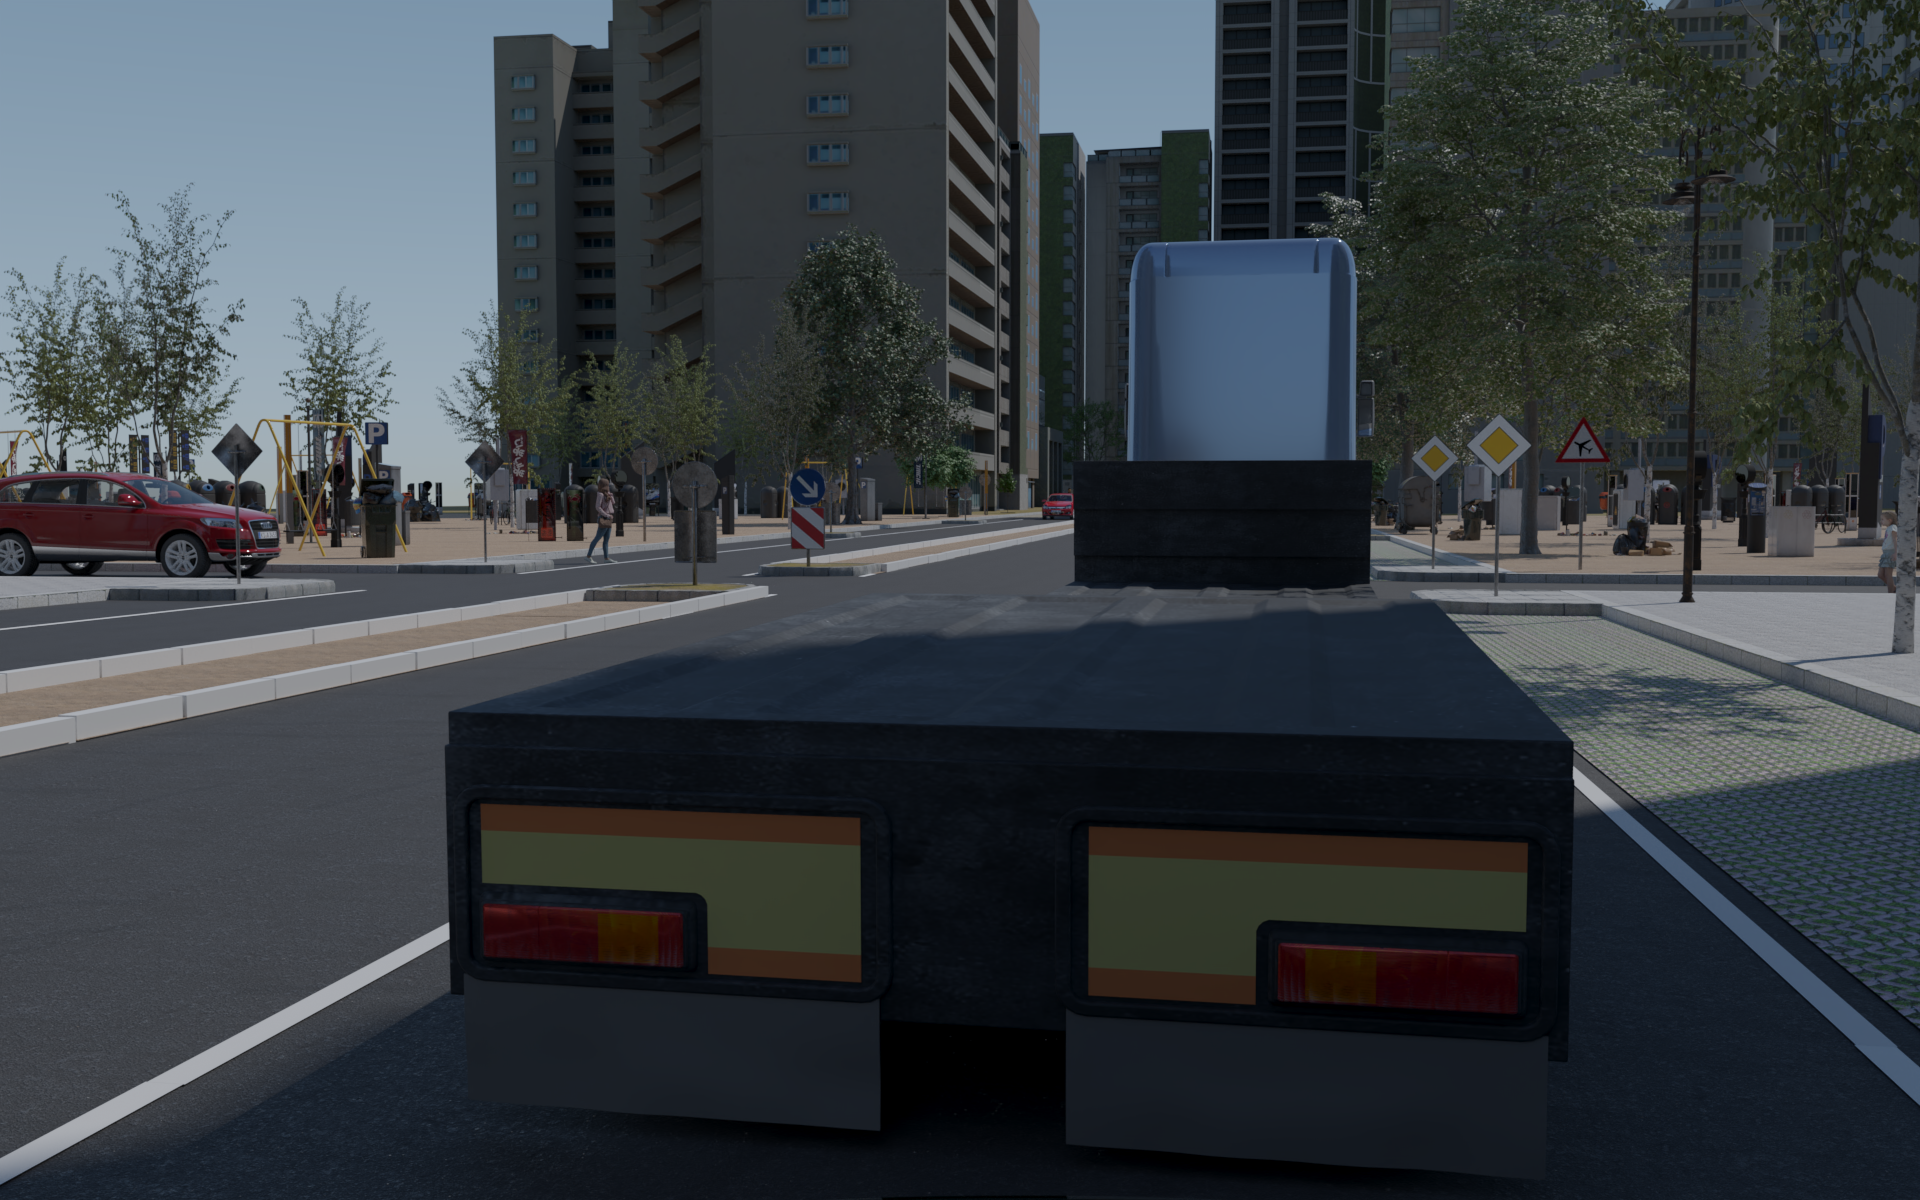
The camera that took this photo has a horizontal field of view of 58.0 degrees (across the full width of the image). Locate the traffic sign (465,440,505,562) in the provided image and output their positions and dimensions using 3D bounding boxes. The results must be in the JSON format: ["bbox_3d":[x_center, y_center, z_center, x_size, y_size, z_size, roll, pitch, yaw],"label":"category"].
[{"bbox_3d":[-8.909,-1.764,32.477,0.795,2.450,0.064,1,4,10],"label":"traffic sign"}]

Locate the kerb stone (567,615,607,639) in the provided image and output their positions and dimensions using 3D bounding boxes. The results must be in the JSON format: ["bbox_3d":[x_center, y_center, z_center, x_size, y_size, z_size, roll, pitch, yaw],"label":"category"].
[{"bbox_3d":[-3.855,0.281,17.599,0.120,0.150,1.000,1,4,10],"label":"kerb stone"}]

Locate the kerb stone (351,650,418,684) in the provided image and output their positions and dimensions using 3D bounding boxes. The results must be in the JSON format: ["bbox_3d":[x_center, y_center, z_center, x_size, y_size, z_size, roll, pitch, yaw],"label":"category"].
[{"bbox_3d":[-4.560,0.532,13.557,0.120,0.150,1.000,1,4,10],"label":"kerb stone"}]

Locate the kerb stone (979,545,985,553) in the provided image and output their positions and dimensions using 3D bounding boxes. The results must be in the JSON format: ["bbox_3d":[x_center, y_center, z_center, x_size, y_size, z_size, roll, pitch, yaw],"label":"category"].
[{"bbox_3d":[0.424,-1.236,42.400,0.120,0.150,1.000,1,4,10],"label":"kerb stone"}]

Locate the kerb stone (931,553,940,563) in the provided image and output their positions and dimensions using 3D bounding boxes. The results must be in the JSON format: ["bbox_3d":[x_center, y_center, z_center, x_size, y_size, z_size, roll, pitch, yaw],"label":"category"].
[{"bbox_3d":[-0.620,-0.864,36.328,0.120,0.150,1.000,1,4,10],"label":"kerb stone"}]

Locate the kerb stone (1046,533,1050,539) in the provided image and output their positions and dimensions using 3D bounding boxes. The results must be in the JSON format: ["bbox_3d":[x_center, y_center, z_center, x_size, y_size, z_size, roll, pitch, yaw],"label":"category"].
[{"bbox_3d":[2.698,-2.039,55.533,0.120,0.150,1.000,1,4,10],"label":"kerb stone"}]

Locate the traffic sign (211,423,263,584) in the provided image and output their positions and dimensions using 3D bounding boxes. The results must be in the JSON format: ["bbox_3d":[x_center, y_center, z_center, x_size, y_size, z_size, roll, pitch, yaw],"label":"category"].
[{"bbox_3d":[-10.268,-1.282,24.608,0.795,2.450,0.064,1,4,10],"label":"traffic sign"}]

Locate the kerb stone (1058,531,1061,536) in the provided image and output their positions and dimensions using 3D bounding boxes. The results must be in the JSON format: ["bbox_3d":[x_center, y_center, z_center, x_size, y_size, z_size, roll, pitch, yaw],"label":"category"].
[{"bbox_3d":[3.222,-2.223,58.580,0.120,0.150,1.000,1,4,10],"label":"kerb stone"}]

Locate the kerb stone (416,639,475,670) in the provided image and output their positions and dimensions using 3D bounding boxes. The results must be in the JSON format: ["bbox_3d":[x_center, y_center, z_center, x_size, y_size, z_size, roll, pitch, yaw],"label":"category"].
[{"bbox_3d":[-4.380,0.466,14.569,0.120,0.150,1.000,1,4,10],"label":"kerb stone"}]

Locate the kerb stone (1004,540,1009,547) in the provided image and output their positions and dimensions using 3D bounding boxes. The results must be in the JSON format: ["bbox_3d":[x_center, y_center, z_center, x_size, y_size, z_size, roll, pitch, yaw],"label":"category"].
[{"bbox_3d":[1.120,-1.482,46.433,0.120,0.150,1.000,1,4,10],"label":"kerb stone"}]

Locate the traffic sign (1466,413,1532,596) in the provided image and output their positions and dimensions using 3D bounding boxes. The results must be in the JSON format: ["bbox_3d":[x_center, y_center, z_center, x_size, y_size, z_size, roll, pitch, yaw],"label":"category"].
[{"bbox_3d":[6.722,-1.102,21.665,0.795,2.450,0.064,1,4,10],"label":"traffic sign"}]

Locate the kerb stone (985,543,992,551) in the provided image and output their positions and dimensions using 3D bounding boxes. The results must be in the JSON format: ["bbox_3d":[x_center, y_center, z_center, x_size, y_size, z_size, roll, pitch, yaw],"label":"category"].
[{"bbox_3d":[0.597,-1.292,43.407,0.120,0.150,1.000,1,4,10],"label":"kerb stone"}]

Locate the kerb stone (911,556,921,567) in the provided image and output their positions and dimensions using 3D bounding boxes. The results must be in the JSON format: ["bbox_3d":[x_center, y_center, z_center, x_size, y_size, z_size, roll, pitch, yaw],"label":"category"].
[{"bbox_3d":[-0.972,-0.741,34.314,0.120,0.150,1.000,1,4,10],"label":"kerb stone"}]

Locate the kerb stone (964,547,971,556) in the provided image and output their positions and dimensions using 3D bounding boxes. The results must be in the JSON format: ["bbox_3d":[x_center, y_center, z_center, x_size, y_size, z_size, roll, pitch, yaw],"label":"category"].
[{"bbox_3d":[0.068,-1.107,40.375,0.120,0.150,1.000,1,4,10],"label":"kerb stone"}]

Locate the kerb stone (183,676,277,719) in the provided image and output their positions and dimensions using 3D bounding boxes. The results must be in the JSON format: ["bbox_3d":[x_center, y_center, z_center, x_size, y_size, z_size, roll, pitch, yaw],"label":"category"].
[{"bbox_3d":[-4.901,0.652,11.539,0.120,0.150,1.000,1,4,10],"label":"kerb stone"}]

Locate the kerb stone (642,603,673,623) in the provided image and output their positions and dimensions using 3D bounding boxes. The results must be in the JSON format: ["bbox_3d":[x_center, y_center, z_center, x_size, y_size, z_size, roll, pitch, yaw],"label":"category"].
[{"bbox_3d":[-3.508,0.158,19.624,0.120,0.150,1.000,1,4,10],"label":"kerb stone"}]

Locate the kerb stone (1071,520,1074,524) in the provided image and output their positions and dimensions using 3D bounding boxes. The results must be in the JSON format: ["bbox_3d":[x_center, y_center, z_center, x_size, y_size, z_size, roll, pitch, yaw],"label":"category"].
[{"bbox_3d":[5.153,-3.667,82.158,0.120,0.150,1.000,1,4,10],"label":"kerb stone"}]

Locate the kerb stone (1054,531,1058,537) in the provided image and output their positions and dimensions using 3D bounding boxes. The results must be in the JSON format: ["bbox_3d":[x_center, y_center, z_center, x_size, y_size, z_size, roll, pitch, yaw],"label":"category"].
[{"bbox_3d":[3.040,-2.163,57.560,0.120,0.150,1.000,1,4,10],"label":"kerb stone"}]

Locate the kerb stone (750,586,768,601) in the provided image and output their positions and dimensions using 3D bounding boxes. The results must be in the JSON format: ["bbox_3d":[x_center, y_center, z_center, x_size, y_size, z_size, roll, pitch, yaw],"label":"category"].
[{"bbox_3d":[-2.817,-0.088,23.659,0.120,0.150,1.000,1,4,10],"label":"kerb stone"}]

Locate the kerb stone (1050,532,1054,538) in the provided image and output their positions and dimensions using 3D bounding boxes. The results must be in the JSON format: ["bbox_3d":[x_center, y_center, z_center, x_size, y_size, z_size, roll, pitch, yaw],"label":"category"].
[{"bbox_3d":[2.865,-2.101,56.542,0.120,0.150,1.000,1,4,10],"label":"kerb stone"}]

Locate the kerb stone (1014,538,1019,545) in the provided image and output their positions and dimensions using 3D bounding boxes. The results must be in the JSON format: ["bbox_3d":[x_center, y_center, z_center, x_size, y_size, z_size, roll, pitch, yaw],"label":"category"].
[{"bbox_3d":[1.462,-1.606,48.451,0.120,0.150,1.000,1,4,10],"label":"kerb stone"}]

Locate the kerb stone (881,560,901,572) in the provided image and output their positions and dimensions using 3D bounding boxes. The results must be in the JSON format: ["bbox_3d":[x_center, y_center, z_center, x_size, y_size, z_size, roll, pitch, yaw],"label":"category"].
[{"bbox_3d":[-1.315,-0.617,32.287,0.120,0.150,1.000,1,4,10],"label":"kerb stone"}]

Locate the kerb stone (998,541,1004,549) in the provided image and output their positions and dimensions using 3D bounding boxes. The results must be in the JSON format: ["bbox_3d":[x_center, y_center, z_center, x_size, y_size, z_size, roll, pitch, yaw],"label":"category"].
[{"bbox_3d":[0.951,-1.419,45.424,0.120,0.150,1.000,1,4,10],"label":"kerb stone"}]

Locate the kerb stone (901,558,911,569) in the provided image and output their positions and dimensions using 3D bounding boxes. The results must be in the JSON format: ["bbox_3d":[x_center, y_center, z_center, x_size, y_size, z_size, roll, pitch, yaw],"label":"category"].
[{"bbox_3d":[-1.144,-0.676,33.295,0.120,0.150,1.000,1,4,10],"label":"kerb stone"}]

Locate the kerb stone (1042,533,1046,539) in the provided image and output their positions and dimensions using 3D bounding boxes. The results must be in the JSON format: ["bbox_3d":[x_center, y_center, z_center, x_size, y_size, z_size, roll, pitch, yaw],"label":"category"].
[{"bbox_3d":[2.519,-1.976,54.527,0.120,0.150,1.000,1,4,10],"label":"kerb stone"}]

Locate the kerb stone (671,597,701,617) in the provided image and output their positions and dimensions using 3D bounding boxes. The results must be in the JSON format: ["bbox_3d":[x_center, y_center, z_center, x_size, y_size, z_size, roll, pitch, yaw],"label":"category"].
[{"bbox_3d":[-3.334,0.096,20.631,0.120,0.150,1.000,1,4,10],"label":"kerb stone"}]

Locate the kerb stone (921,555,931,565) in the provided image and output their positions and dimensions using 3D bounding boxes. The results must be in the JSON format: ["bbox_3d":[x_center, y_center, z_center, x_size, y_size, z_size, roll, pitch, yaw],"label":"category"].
[{"bbox_3d":[-0.802,-0.803,35.322,0.120,0.150,1.000,1,4,10],"label":"kerb stone"}]

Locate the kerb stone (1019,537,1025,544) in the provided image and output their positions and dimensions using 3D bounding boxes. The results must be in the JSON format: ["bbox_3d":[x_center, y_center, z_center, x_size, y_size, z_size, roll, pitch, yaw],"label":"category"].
[{"bbox_3d":[1.648,-1.668,49.467,0.120,0.150,1.000,1,4,10],"label":"kerb stone"}]

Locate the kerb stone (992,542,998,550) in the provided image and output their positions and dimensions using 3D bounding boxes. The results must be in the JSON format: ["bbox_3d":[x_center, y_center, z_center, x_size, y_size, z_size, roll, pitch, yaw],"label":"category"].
[{"bbox_3d":[0.782,-1.359,44.416,0.120,0.150,1.000,1,4,10],"label":"kerb stone"}]

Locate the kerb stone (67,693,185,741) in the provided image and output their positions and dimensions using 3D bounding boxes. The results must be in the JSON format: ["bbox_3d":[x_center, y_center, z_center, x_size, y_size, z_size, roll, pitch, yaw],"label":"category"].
[{"bbox_3d":[-5.089,0.713,10.534,0.120,0.150,1.000,1,4,10],"label":"kerb stone"}]

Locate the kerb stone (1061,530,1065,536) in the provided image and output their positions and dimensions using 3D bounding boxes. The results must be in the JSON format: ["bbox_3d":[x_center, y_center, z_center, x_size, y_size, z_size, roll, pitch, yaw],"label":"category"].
[{"bbox_3d":[3.400,-2.287,59.586,0.120,0.150,1.000,1,4,10],"label":"kerb stone"}]

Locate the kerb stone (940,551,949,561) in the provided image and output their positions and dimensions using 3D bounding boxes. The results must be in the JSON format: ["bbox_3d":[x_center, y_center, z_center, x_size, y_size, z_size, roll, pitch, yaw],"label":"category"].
[{"bbox_3d":[-0.441,-0.918,37.339,0.120,0.150,1.000,1,4,10],"label":"kerb stone"}]

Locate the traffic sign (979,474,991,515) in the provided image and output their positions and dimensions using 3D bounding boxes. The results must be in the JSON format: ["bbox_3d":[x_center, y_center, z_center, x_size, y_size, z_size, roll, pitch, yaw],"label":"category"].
[{"bbox_3d":[1.524,-6.559,107.347,0.768,2.556,0.104,1,4,17],"label":"traffic sign"}]

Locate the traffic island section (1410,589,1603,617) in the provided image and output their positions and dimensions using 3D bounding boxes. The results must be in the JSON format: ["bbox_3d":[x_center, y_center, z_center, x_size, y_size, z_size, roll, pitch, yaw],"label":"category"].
[{"bbox_3d":[6.746,0.033,21.738,2.009,0.180,2.903,1,4,10],"label":"traffic island section"}]

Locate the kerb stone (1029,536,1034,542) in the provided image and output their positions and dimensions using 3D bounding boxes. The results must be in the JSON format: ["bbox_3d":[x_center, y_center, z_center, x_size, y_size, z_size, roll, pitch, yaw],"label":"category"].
[{"bbox_3d":[1.991,-1.789,51.495,0.120,0.150,1.000,1,4,10],"label":"kerb stone"}]

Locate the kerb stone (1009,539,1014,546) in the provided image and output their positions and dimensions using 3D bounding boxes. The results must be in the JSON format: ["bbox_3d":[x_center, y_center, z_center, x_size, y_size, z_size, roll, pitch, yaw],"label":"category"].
[{"bbox_3d":[1.294,-1.544,47.442,0.120,0.150,1.000,1,4,10],"label":"kerb stone"}]

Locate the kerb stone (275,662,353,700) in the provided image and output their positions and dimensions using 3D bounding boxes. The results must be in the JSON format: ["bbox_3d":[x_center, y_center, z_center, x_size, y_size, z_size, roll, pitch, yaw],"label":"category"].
[{"bbox_3d":[-4.731,0.590,12.550,0.120,0.150,1.000,1,4,10],"label":"kerb stone"}]

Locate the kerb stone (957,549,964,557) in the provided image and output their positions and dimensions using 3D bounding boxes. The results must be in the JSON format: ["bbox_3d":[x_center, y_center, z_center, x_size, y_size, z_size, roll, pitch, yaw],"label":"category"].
[{"bbox_3d":[-0.107,-1.050,39.365,0.120,0.150,1.000,1,4,10],"label":"kerb stone"}]

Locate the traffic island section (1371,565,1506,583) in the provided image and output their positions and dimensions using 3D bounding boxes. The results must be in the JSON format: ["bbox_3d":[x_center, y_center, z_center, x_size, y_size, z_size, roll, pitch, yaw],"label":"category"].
[{"bbox_3d":[8.105,-0.448,29.607,2.009,0.180,2.903,1,4,10],"label":"traffic island section"}]

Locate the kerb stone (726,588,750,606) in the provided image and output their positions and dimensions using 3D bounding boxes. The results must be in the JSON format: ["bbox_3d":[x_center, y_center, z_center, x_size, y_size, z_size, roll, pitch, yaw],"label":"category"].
[{"bbox_3d":[-2.985,-0.028,22.651,0.120,0.150,1.000,1,4,10],"label":"kerb stone"}]

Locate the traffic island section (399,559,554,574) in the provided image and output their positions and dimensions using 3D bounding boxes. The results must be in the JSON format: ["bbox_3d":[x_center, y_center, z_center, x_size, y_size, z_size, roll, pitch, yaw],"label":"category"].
[{"bbox_3d":[-8.934,-0.628,32.543,2.009,0.180,2.903,1,4,10],"label":"traffic island section"}]

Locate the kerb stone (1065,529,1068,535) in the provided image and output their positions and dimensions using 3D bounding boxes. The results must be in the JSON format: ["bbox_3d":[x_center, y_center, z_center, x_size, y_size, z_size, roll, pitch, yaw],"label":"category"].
[{"bbox_3d":[3.570,-2.340,60.595,0.120,0.150,1.000,1,4,10],"label":"kerb stone"}]

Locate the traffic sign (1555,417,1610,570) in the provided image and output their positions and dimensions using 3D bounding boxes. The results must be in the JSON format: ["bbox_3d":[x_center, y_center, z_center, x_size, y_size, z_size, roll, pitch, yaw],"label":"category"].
[{"bbox_3d":[10.505,-1.790,29.266,0.884,2.594,0.081,1,4,12],"label":"traffic sign"}]

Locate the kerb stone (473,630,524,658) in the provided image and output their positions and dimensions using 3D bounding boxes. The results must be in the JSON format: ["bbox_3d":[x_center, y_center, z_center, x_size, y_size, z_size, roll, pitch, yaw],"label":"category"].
[{"bbox_3d":[-4.208,0.408,15.577,0.120,0.150,1.000,1,4,10],"label":"kerb stone"}]

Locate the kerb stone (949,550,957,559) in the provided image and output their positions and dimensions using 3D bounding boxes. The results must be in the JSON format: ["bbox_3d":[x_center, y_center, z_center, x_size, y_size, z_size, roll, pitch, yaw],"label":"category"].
[{"bbox_3d":[-0.269,-0.988,38.347,0.120,0.150,1.000,1,4,10],"label":"kerb stone"}]

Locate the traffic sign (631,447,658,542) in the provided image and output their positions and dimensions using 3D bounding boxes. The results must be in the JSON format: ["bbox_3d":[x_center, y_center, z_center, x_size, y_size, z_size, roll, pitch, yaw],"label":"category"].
[{"bbox_3d":[-8.525,-2.853,46.754,0.768,2.556,0.104,1,4,11],"label":"traffic sign"}]

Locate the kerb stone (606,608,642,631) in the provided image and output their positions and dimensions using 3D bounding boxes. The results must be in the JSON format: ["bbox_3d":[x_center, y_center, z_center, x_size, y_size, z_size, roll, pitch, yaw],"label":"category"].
[{"bbox_3d":[-3.683,0.219,18.613,0.120,0.150,1.000,1,4,10],"label":"kerb stone"}]

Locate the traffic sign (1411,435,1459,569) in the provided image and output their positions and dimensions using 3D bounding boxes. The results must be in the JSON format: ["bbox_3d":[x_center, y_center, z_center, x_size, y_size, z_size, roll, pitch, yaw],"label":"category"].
[{"bbox_3d":[8.081,-1.584,29.534,0.795,2.450,0.064,1,4,10],"label":"traffic sign"}]

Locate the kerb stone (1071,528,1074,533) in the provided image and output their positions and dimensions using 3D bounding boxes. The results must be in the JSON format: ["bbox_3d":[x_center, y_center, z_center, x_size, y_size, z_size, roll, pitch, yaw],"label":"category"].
[{"bbox_3d":[3.917,-2.473,62.626,0.120,0.150,1.000,1,4,10],"label":"kerb stone"}]

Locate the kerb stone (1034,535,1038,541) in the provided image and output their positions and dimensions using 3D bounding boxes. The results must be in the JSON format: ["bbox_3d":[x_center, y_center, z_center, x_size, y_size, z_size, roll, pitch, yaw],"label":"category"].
[{"bbox_3d":[2.173,-1.854,52.506,0.120,0.150,1.000,1,4,10],"label":"kerb stone"}]

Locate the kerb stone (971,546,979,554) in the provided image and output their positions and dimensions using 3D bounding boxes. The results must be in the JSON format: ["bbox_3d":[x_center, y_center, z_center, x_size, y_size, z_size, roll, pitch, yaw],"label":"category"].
[{"bbox_3d":[0.254,-1.174,41.390,0.120,0.150,1.000,1,4,10],"label":"kerb stone"}]

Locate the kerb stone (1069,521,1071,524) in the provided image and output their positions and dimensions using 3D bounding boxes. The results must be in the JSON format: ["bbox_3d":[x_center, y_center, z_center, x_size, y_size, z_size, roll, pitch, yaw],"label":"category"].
[{"bbox_3d":[4.991,-3.606,81.149,0.120,0.150,1.000,1,4,10],"label":"kerb stone"}]

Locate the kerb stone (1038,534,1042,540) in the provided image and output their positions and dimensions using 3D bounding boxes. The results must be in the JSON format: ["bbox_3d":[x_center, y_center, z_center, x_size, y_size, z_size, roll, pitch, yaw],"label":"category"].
[{"bbox_3d":[2.347,-1.913,53.519,0.120,0.150,1.000,1,4,10],"label":"kerb stone"}]

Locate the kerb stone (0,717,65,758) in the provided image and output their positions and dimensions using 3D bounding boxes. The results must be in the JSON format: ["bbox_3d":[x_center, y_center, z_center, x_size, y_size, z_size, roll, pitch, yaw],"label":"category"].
[{"bbox_3d":[-5.250,0.781,9.515,0.120,0.150,1.000,1,4,10],"label":"kerb stone"}]

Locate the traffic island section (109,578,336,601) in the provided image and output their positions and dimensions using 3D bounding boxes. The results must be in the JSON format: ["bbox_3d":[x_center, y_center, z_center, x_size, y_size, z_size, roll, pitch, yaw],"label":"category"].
[{"bbox_3d":[-10.293,-0.146,24.674,2.009,0.180,2.903,1,4,10],"label":"traffic island section"}]

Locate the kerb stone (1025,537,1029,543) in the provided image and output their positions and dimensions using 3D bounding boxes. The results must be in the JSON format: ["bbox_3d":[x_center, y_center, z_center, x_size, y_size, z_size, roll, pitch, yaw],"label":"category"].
[{"bbox_3d":[1.819,-1.730,50.488,0.120,0.150,1.000,1,4,10],"label":"kerb stone"}]

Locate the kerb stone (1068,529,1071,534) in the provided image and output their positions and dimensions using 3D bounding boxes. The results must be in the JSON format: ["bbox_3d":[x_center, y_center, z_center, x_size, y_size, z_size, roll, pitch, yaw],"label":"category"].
[{"bbox_3d":[3.736,-2.410,61.603,0.120,0.150,1.000,1,4,10],"label":"kerb stone"}]

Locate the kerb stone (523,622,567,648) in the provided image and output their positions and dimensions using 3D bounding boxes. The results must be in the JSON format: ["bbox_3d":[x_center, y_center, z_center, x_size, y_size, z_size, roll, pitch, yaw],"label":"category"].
[{"bbox_3d":[-4.043,0.343,16.586,0.120,0.150,1.000,1,4,10],"label":"kerb stone"}]

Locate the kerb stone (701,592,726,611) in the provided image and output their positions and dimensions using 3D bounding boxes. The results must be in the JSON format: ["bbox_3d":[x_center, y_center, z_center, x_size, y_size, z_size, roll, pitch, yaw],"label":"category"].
[{"bbox_3d":[-3.162,0.034,21.638,0.120,0.150,1.000,1,4,10],"label":"kerb stone"}]
